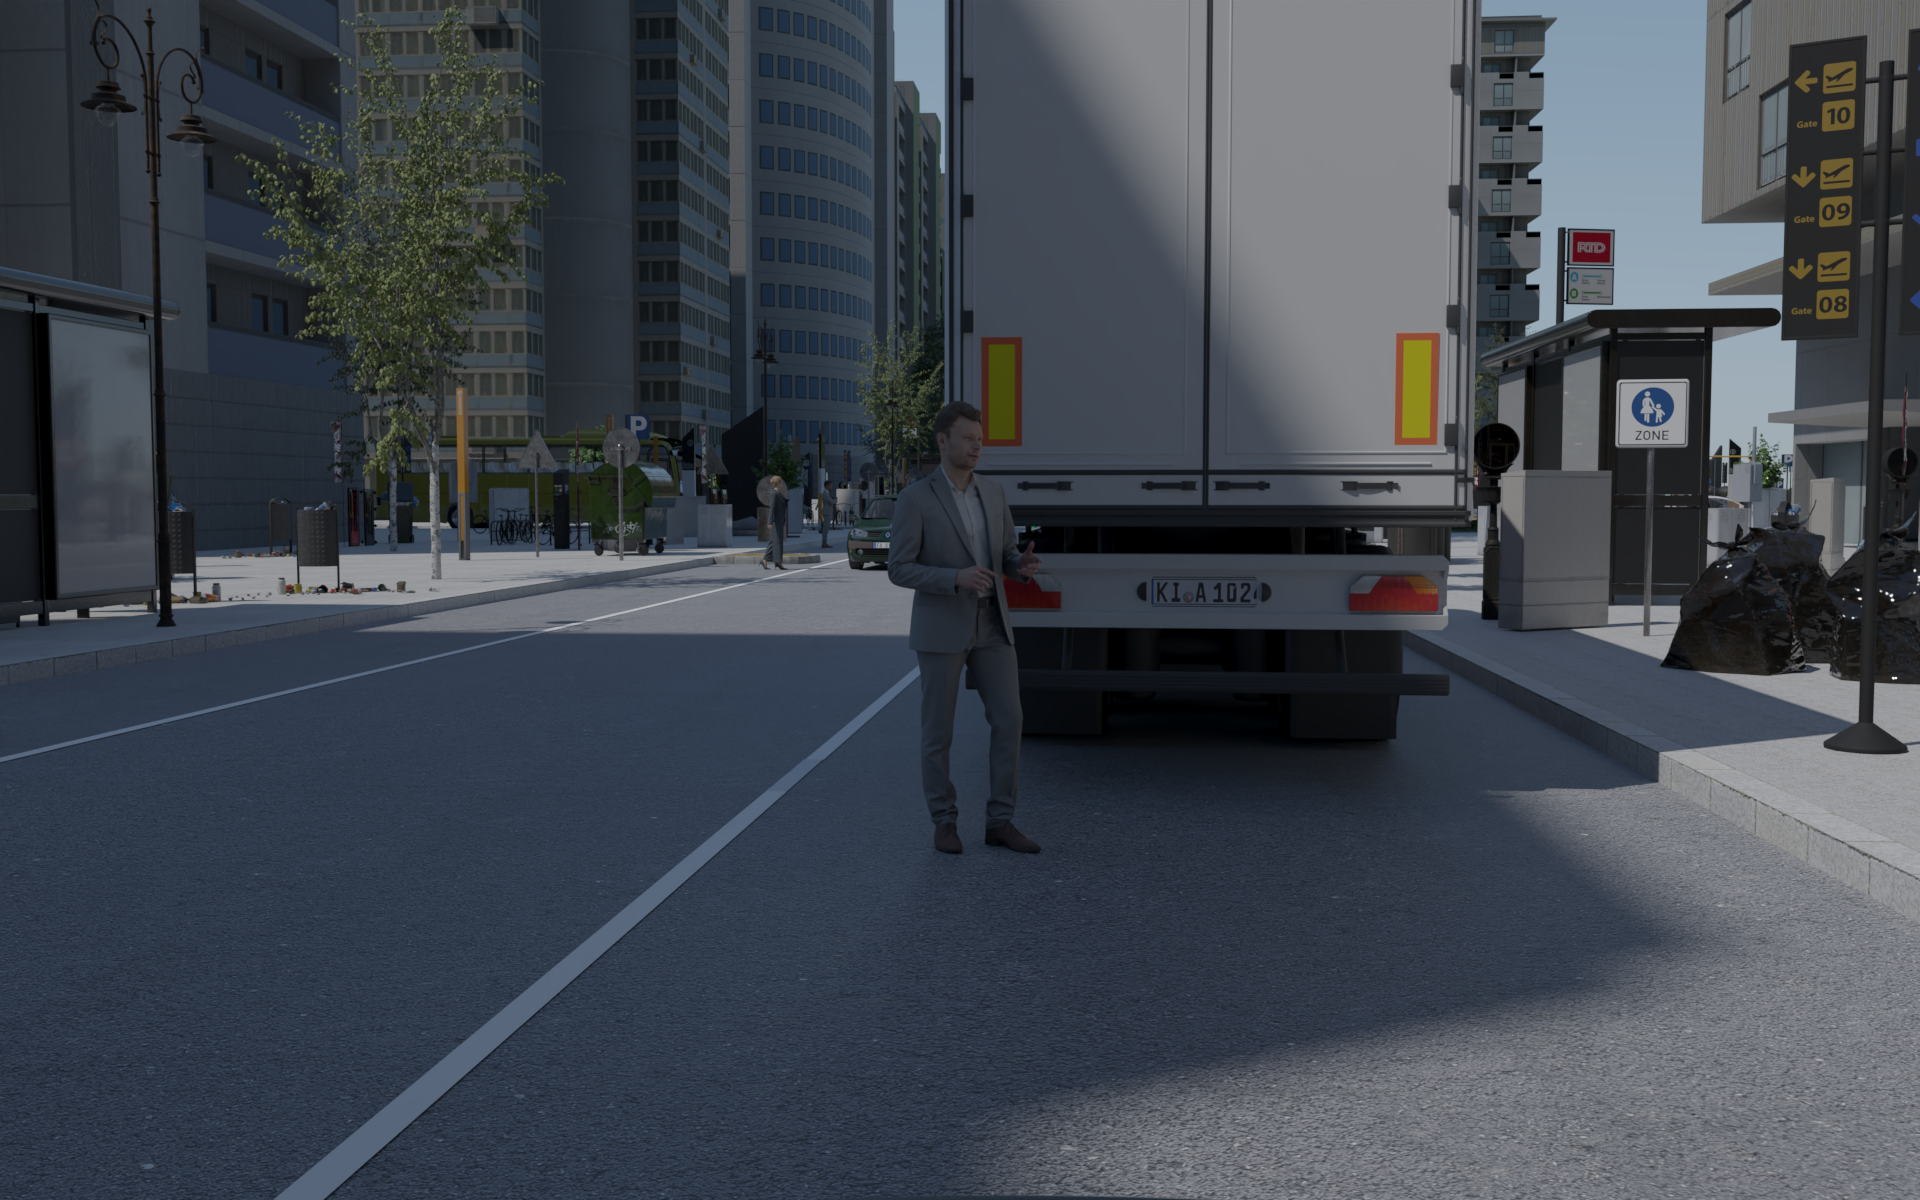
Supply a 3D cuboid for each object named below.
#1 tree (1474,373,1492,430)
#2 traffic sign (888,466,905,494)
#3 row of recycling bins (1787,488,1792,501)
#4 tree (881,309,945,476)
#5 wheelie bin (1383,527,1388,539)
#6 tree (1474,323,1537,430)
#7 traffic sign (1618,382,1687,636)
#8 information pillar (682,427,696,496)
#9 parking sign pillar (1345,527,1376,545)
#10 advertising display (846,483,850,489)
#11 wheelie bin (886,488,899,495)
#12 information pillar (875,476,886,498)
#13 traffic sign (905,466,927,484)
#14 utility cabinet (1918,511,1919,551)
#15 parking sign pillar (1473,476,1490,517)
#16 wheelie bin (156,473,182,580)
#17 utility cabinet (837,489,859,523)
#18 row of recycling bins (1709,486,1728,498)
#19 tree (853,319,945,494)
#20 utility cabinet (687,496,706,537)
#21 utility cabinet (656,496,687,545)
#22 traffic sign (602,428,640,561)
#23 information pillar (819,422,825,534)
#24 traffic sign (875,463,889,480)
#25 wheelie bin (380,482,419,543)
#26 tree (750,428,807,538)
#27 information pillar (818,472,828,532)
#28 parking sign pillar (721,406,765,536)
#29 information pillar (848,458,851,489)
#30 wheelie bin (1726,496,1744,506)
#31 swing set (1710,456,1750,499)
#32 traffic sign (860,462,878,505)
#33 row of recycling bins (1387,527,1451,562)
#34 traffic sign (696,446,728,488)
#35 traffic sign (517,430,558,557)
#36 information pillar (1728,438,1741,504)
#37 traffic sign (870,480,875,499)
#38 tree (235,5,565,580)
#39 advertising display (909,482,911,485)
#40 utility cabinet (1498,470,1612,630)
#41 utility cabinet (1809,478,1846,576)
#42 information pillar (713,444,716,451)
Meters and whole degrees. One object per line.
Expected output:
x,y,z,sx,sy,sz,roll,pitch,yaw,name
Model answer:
25.864,-8.627,91.415,4.737,8.622,4.395,0,3,0,tree
-2.979,-4.904,80.178,0.884,2.594,0.081,1,4,11,traffic sign
50.071,-5.775,101.535,3.534,1.692,1.069,-1,4,-17,row of recycling bins
-0.219,-11.541,105.705,9.611,12.733,9.660,0,3,0,tree
12.121,-2.548,49.560,0.980,1.594,0.693,2,4,31,wheelie bin
23.938,-7.627,75.068,4.360,8.622,3.978,0,3,0,tree
6.194,-0.821,15.560,0.606,2.300,0.079,1,4,12,traffic sign
-9.458,-4.229,60.504,0.504,3.616,0.183,1,4,15,information pillar
8.591,-3.072,38.706,1.447,3.967,1.447,0,4,1,parking sign pillar
-6.507,-5.843,100.742,0.123,1.923,0.974,0,4,3,advertising display
-3.221,-4.615,83.360,0.693,1.594,0.980,-2,4,-30,wheelie bin
-3.181,-3.924,68.642,0.304,2.012,0.304,-2,4,-31,information pillar
-1.559,-3.528,61.329,0.795,2.450,0.064,0,4,5,traffic sign
10.945,-0.463,18.734,1.020,1.237,0.306,2,4,29,utility cabinet
28.745,-6.569,95.882,1.447,3.967,1.447,0,4,-1,parking sign pillar
-12.133,-1.101,25.918,0.980,1.594,0.693,-1,4,-14,wheelie bin
-4.908,-4.115,75.965,0.318,1.500,1.173,-3,5,-45,utility cabinet
37.771,-4.849,86.392,3.534,1.692,1.069,-1,4,-16,row of recycling bins
-2.727,-7.559,73.945,4.737,8.622,4.395,0,3,0,tree
-8.082,-2.483,51.751,1.020,1.237,0.306,-3,5,-43,utility cabinet
-7.411,-2.022,44.216,0.306,1.237,1.020,1,4,17,utility cabinet
-6.527,-2.031,33.308,0.768,2.556,0.104,1,4,12,traffic sign
-4.457,-3.955,56.019,0.183,3.616,0.504,1,4,10,information pillar
-3.307,-4.349,71.219,0.768,2.556,0.104,1,4,10,traffic sign
-14.642,-2.284,45.249,0.980,1.594,0.693,-1,4,-18,wheelie bin
-5.368,-3.454,51.078,1.663,3.219,1.824,0,3,0,tree
-4.644,-3.309,58.601,0.304,2.012,0.304,0,4,3,information pillar
-6.644,-3.957,53.165,1.447,3.967,1.447,0,4,0,parking sign pillar
-7.191,-7.381,112.026,0.183,3.616,0.504,-2,4,-33,information pillar
38.007,-4.697,84.701,0.980,1.594,0.693,1,4,14,wheelie bin
31.026,-4.476,70.796,3.119,2.851,2.862,-1,4,-12,swing set
-3.650,-4.238,69.394,0.768,2.556,0.104,1,4,8,traffic sign
8.677,-1.553,32.508,1.069,1.692,3.534,1,4,21,row of recycling bins
-6.656,-2.845,46.514,0.884,2.594,0.081,0,4,6,traffic sign
-8.572,-2.145,35.082,0.884,2.594,0.081,1,4,11,traffic sign
32.596,-4.990,72.944,0.504,3.616,0.183,1,4,9,information pillar
-3.970,-4.949,81.030,0.768,2.556,0.104,0,4,7,traffic sign
-8.119,-4.612,25.772,4.737,8.622,4.395,0,3,0,tree
-1.860,-4.504,78.853,0.974,1.923,0.123,1,4,18,advertising display
5.650,-0.476,16.464,1.173,1.500,0.318,-2,4,-30,utility cabinet
12.087,-0.948,24.176,0.318,1.500,1.173,2,4,34,utility cabinet
-11.454,-5.450,80.464,0.183,3.616,0.504,-2,4,-26,information pillar
